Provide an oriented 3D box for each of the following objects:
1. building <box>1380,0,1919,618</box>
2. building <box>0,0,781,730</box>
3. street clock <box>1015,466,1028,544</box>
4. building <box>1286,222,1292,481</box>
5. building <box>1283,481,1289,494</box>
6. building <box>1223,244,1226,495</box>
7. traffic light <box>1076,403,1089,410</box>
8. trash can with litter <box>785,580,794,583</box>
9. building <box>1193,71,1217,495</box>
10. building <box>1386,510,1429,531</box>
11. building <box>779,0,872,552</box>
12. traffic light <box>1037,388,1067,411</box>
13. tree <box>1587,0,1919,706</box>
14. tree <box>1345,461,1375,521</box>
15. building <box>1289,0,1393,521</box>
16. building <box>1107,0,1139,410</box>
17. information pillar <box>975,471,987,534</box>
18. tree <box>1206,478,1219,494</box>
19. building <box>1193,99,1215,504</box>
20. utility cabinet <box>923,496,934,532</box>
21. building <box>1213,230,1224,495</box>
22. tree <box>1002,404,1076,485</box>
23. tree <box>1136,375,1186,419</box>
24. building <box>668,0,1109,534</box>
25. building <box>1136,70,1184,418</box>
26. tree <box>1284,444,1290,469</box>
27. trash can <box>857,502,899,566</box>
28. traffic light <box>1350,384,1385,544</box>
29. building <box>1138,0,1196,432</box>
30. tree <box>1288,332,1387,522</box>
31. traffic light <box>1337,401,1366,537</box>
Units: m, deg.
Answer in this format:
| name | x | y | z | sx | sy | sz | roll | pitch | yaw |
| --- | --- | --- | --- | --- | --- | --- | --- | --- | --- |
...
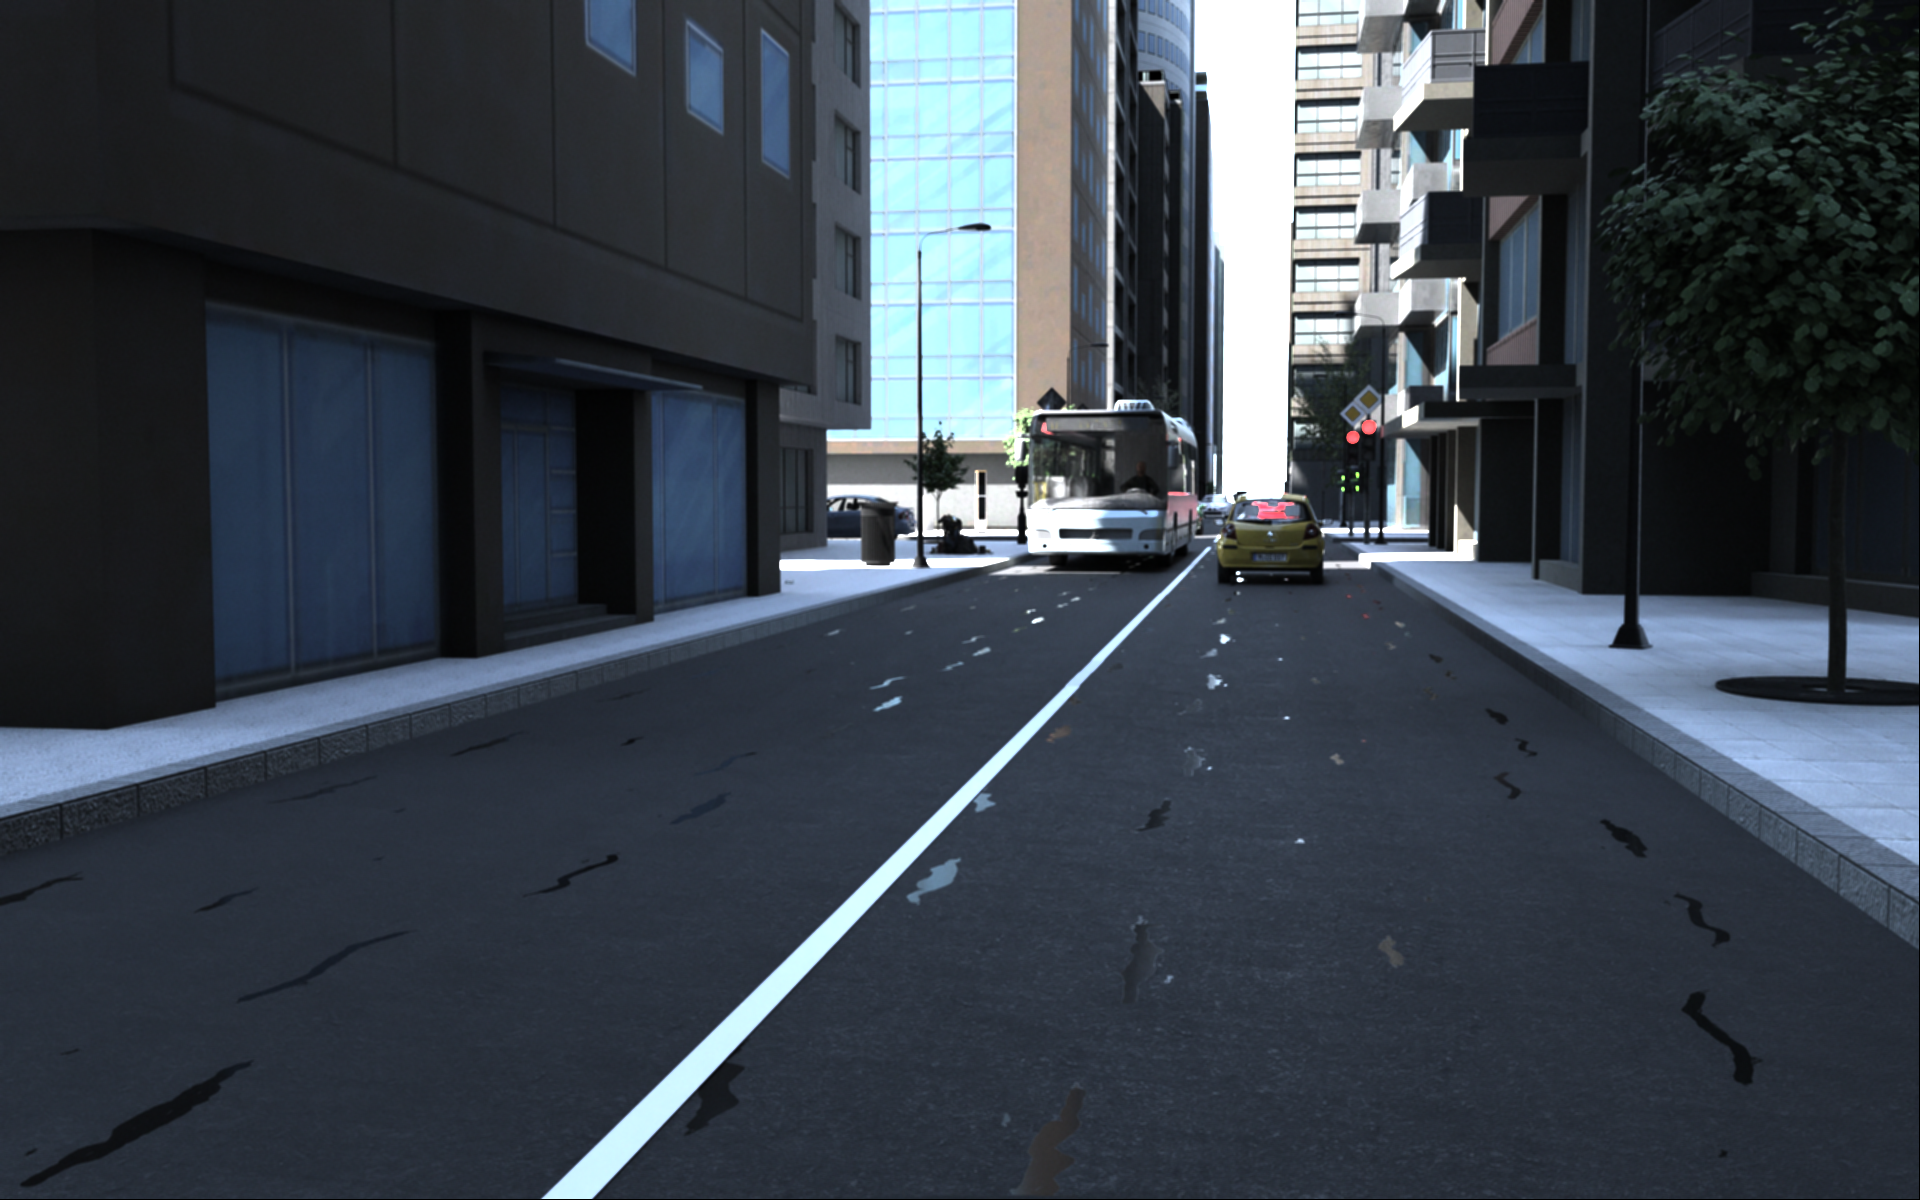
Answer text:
| name | x | y | z | sx | sy | sz | roll | pitch | yaw |
| --- | --- | --- | --- | --- | --- | --- | --- | --- | --- |
| building | 18.846 | -22.792 | 27.282 | 22.147 | 44.769 | 28.867 | 1 | 4 | 10 |
| building | -9.944 | -22.363 | 15.750 | 14.600 | 45.320 | 14.200 | 1 | 4 | 10 |
| street clock | 1.590 | -2.436 | 44.397 | 0.358 | 2.002 | 0.471 | -1 | 4 | -18 |
| building | 58.951 | -38.195 | 274.596 | 14.600 | 45.320 | 14.200 | 1 | 4 | 10 |
| building | 64.336 | -34.397 | 254.278 | 32.217 | 40.220 | 23.993 | 1 | 4 | 10 |
| building | 35.030 | -36.272 | 276.642 | 14.154 | 41.232 | 14.086 | 1 | 4 | 10 |
| traffic light | 3.799 | -3.954 | 53.564 | 0.839 | 4.253 | 0.868 | 1 | 4 | 10 |
| trash can with litter | -3.496 | -0.827 | 24.582 | 2.233 | 1.210 | 1.678 | 0 | 4 | 0 |
| building | 24.659 | -56.688 | 239.518 | 22.319 | 86.520 | 31.000 | 1 | 4 | 10 |
| building | 29.576 | -26.968 | 60.530 | 30.456 | 49.044 | 23.786 | 1 | 4 | 10 |
| building | -9.692 | -21.747 | 39.164 | 14.086 | 41.232 | 14.154 | 1 | 4 | 10 |
| traffic light | 2.425 | -3.473 | 45.698 | 0.839 | 4.253 | 0.868 | 1 | 4 | 10 |
| tree | 5.708 | -1.677 | 11.133 | 4.285 | 4.588 | 4.351 | 0 | 3 | 0 |
| tree | 18.403 | -5.319 | 81.561 | 1.663 | 3.219 | 1.824 | 0 | 3 | 0 |
| building | 24.155 | -24.763 | 88.463 | 14.154 | 41.232 | 14.086 | 1 | 4 | 10 |
| building | 1.091 | -39.925 | 91.025 | 20.563 | 71.187 | 20.611 | 1 | 4 | 10 |
| information pillar | 0.670 | -3.095 | 55.101 | 0.304 | 2.012 | 0.304 | -1 | 4 | -11 |
| tree | 29.613 | -12.787 | 203.665 | 1.663 | 3.219 | 1.824 | 0 | 3 | 0 |
| building | 20.960 | -33.268 | 194.038 | 14.600 | 45.320 | 14.200 | 1 | 4 | 10 |
| utility cabinet | -1.169 | -2.929 | 59.049 | 0.306 | 1.237 | 1.020 | 1 | 4 | 17 |
| building | 32.071 | -35.404 | 262.451 | 14.154 | 41.232 | 14.086 | 1 | 4 | 10 |
| tree | 3.012 | -4.498 | 57.253 | 4.285 | 4.588 | 4.351 | 0 | 3 | 0 |
| tree | 11.825 | -9.550 | 106.509 | 4.360 | 8.622 | 3.978 | 0 | 3 | 0 |
| building | -1.799 | -25.472 | 66.577 | 14.600 | 45.320 | 14.200 | 1 | 4 | 10 |
| building | 8.005 | -21.277 | 119.577 | 14.160 | 30.474 | 14.107 | 1 | 4 | 10 |
| tree | 42.173 | -16.168 | 214.709 | 4.360 | 8.622 | 3.978 | 0 | 3 | 0 |
| trash can | -1.464 | -1.177 | 30.890 | 0.748 | 1.137 | 0.748 | 0 | 3 | 0 |
| traffic light | 10.418 | -3.389 | 44.323 | 0.839 | 4.253 | 0.868 | 1 | 4 | 10 |
| building | 8.205 | -36.724 | 142.435 | 21.231 | 58.520 | 28.212 | 1 | 4 | 10 |
| tree | 16.986 | -7.813 | 78.106 | 4.737 | 8.622 | 4.395 | 0 | 3 | 0 |
| traffic light | 11.792 | -3.870 | 52.189 | 0.839 | 4.253 | 0.868 | 1 | 4 | 10 |
